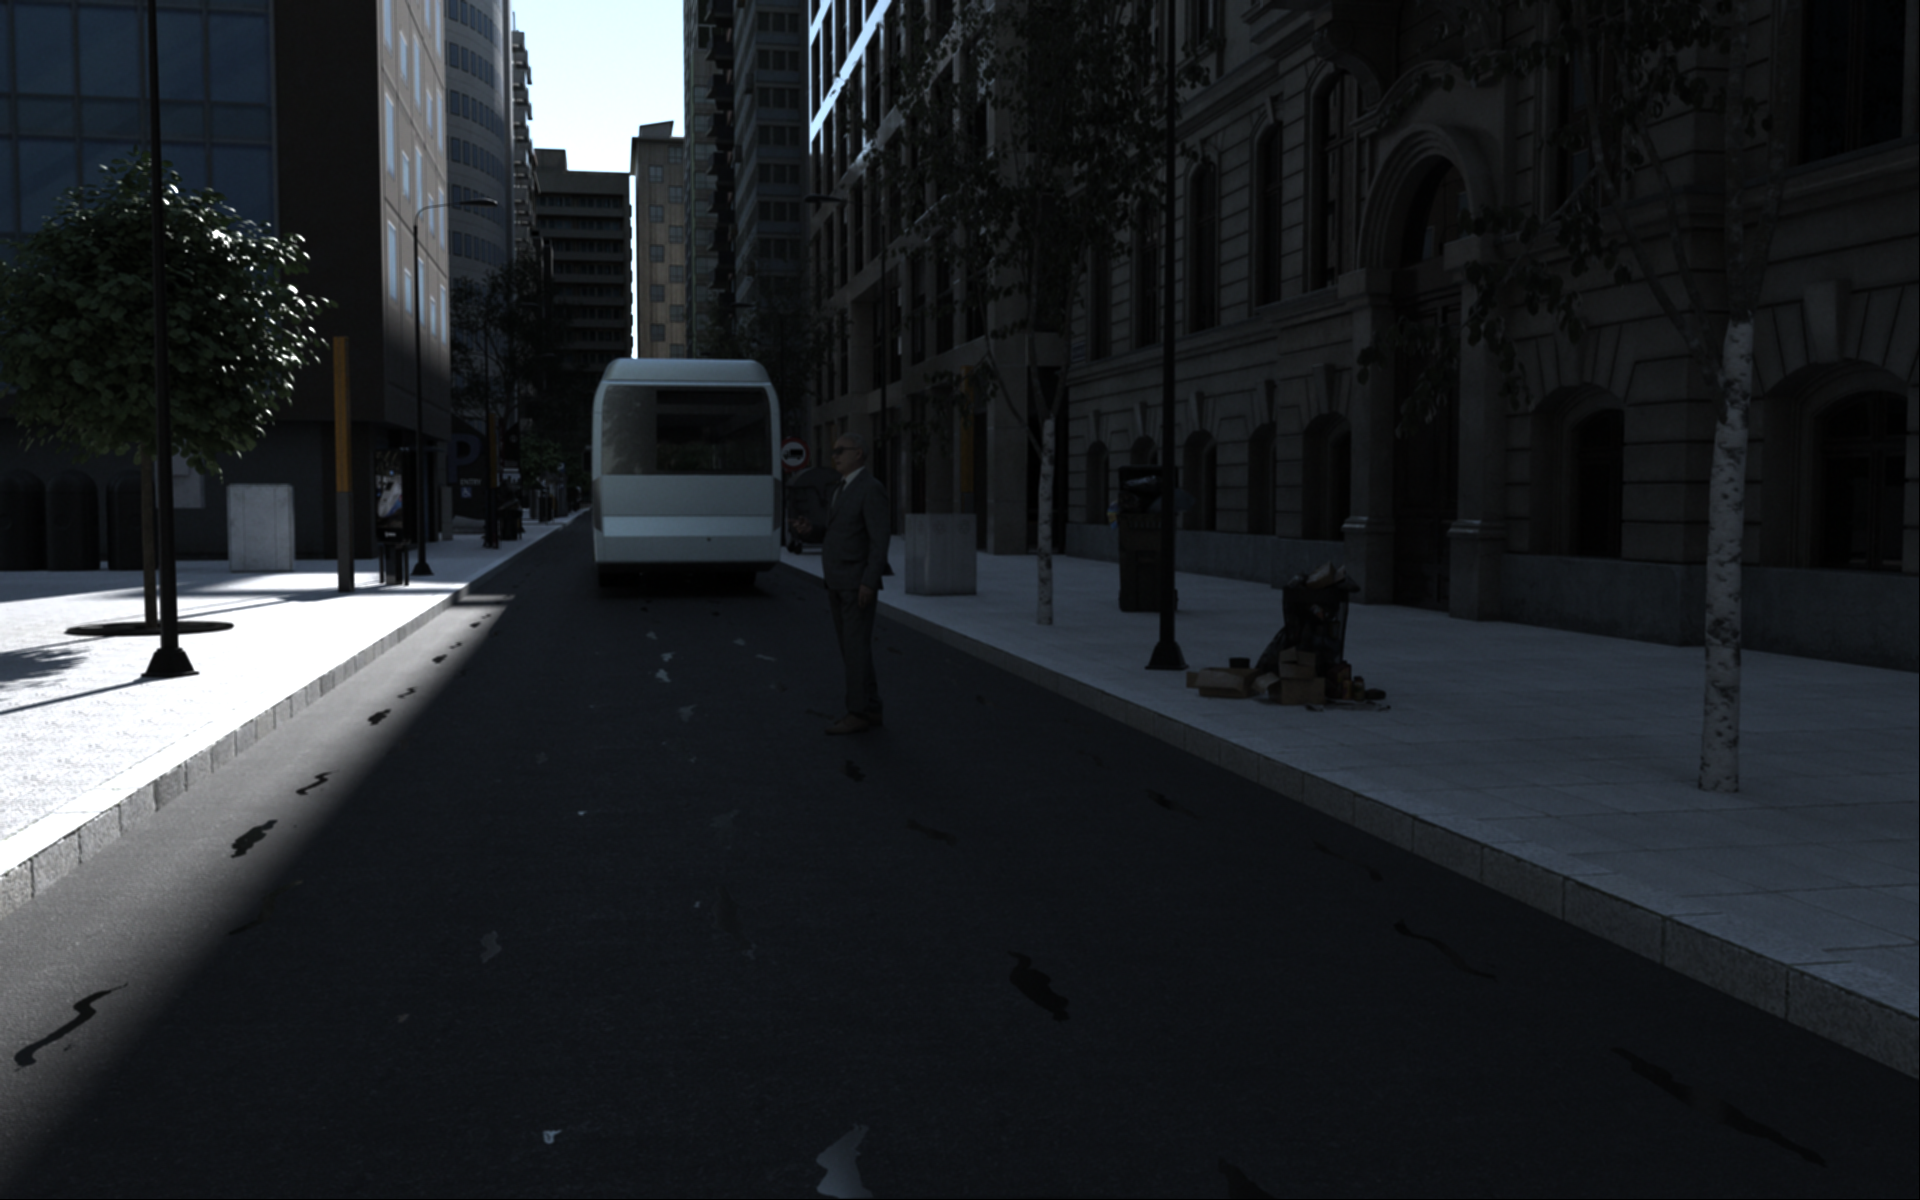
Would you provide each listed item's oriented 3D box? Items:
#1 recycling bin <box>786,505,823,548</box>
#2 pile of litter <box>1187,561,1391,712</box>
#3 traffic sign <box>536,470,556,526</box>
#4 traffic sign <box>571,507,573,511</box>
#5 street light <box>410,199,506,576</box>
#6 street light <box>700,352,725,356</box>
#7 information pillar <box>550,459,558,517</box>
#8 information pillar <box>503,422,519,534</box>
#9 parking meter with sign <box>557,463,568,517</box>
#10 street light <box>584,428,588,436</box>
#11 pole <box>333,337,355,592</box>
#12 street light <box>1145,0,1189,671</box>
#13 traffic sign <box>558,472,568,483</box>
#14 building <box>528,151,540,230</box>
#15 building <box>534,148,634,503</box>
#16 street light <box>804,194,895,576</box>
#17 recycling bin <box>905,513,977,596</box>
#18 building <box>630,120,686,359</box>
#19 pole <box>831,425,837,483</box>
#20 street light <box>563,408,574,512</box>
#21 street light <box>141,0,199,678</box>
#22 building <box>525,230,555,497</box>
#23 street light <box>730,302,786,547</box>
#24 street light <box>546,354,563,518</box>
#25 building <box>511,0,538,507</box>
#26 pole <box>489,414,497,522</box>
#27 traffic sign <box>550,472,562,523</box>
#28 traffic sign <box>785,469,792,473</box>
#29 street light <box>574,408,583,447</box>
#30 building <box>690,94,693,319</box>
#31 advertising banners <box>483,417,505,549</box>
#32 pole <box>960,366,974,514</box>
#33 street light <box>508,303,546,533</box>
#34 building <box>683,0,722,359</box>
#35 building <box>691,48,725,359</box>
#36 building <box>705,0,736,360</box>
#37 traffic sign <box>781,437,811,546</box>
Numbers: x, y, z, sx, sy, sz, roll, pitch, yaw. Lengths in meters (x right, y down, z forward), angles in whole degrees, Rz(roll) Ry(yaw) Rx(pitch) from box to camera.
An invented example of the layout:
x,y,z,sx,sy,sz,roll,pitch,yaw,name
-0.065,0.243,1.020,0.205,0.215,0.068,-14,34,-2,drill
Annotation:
x,y,z,sx,sy,sz,roll,pitch,yaw,name
-3.690,-1.761,41.351,0.722,1.027,0.722,-2,4,-35,recycling bin
2.062,0.182,10.982,1.176,0.858,1.719,0,4,-5,pile of litter
-16.764,-4.071,70.204,0.795,2.450,0.064,-1,4,-11,traffic sign
-29.358,-8.003,130.951,0.768,2.556,0.104,-1,4,-10,traffic sign
-7.976,-3.350,27.312,1.470,5.913,1.316,-1,4,-11,street light
-7.795,-5.148,56.706,1.470,5.913,1.316,-1,4,-11,street light
-22.885,-6.499,97.612,0.183,3.616,0.504,3,5,44,information pillar
-14.493,-3.952,55.974,0.504,3.616,0.183,-1,4,-23,information pillar
-22.151,-6.128,96.451,0.543,3.016,1.738,0,4,-6,parking meter with sign
-23.955,-8.223,106.990,1.470,5.913,1.316,-1,4,-11,street light
-8.029,-1.757,22.567,0.158,3.312,0.155,0,3,0,pole
0.993,-2.442,12.474,1.470,5.913,1.316,-1,4,-11,street light
-23.216,-6.162,100.853,0.768,2.556,0.104,0,4,-2,traffic sign
-63.686,-33.847,208.023,28.867,44.769,22.147,-1,4,-11,building
-57.363,-38.029,245.467,21.600,48.544,21.300,-1,4,-11,building
-1.733,-3.337,27.101,1.470,5.913,1.316,-1,4,-11,street light
-0.250,-0.590,22.207,0.722,1.027,0.722,-2,4,-26,recycling bin
-34.028,-40.647,253.813,27.495,52.752,28.713,-1,4,-11,building
-3.712,-3.497,51.021,0.158,3.312,0.155,0,3,0,pole
-18.275,-6.442,77.862,1.470,5.913,1.316,-1,4,-11,street light
-5.053,-2.424,12.170,1.470,5.913,1.316,-1,4,-11,street light
-51.110,-25.372,186.526,14.160,30.474,14.107,-1,4,-11,building
-4.871,-4.262,42.232,1.470,5.913,1.316,-1,4,-11,street light
-14.074,-5.193,57.447,1.470,5.913,1.316,-1,4,-11,street light
-51.720,-33.233,162.974,23.786,49.044,30.456,-1,4,-11,building
-11.858,-3.066,43.973,0.158,3.312,0.155,0,3,0,pole
-18.335,-4.550,78.033,0.795,2.450,0.064,-1,4,-11,traffic sign
-4.646,-2.684,43.883,0.884,2.594,0.081,-1,4,-10,traffic sign
-21.023,-7.329,92.371,1.470,5.913,1.316,-1,4,-11,street light
-20.256,-32.300,178.208,14.600,45.320,14.200,-1,4,-11,building
-10.904,-2.713,40.541,0.090,3.025,2.074,-2,4,-28,advertising banners
0.113,-2.066,27.628,0.158,3.312,0.155,0,3,0,pole
-10.945,-4.259,42.170,1.470,5.913,1.316,-1,4,-11,street light
-25.737,-47.546,215.622,20.563,71.187,20.611,-1,4,-11,building
-18.292,-29.379,163.938,14.154,41.232,14.086,-1,4,-11,building
-8.310,-29.392,135.191,22.147,44.769,28.867,-1,4,-11,building
-3.701,-2.349,38.512,0.768,2.556,0.104,-1,4,-9,traffic sign
